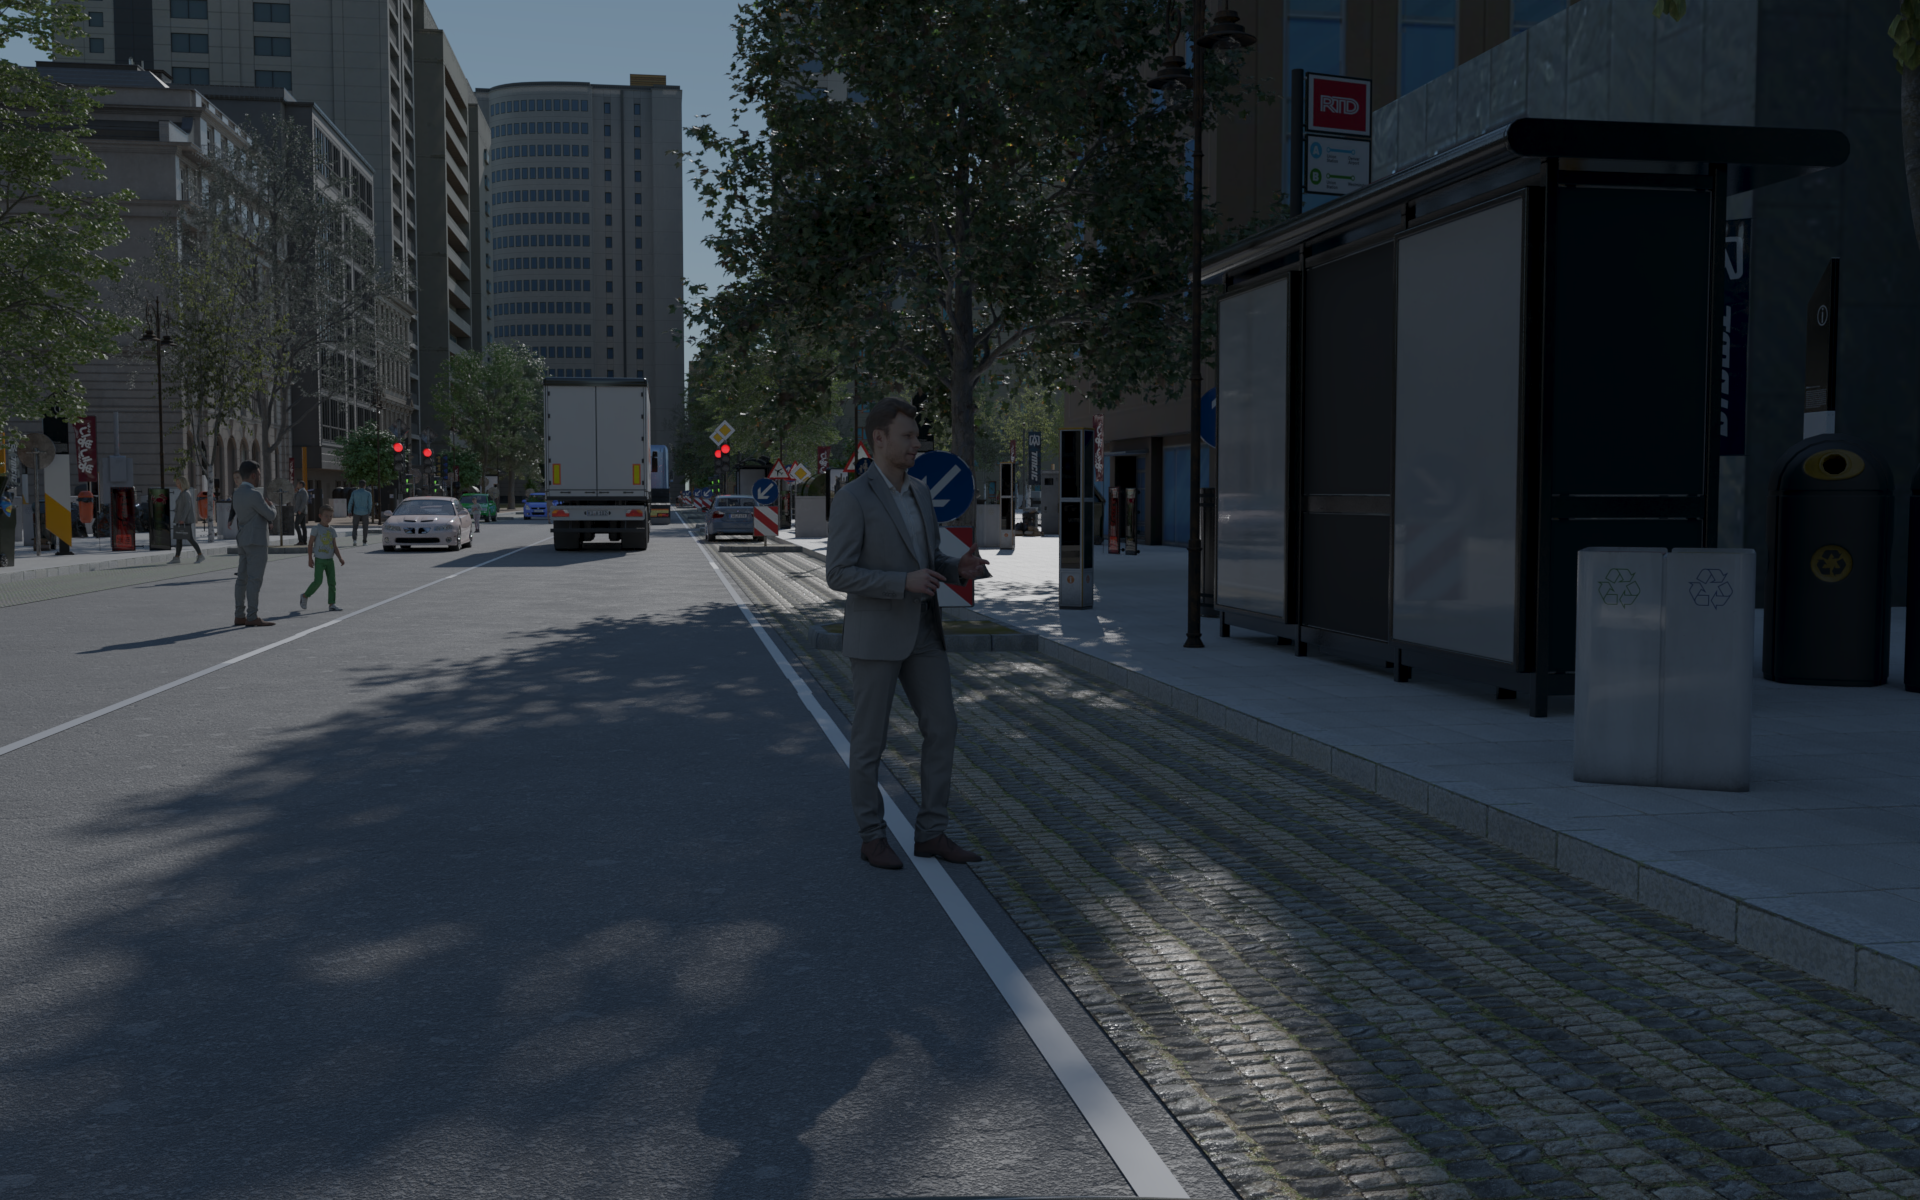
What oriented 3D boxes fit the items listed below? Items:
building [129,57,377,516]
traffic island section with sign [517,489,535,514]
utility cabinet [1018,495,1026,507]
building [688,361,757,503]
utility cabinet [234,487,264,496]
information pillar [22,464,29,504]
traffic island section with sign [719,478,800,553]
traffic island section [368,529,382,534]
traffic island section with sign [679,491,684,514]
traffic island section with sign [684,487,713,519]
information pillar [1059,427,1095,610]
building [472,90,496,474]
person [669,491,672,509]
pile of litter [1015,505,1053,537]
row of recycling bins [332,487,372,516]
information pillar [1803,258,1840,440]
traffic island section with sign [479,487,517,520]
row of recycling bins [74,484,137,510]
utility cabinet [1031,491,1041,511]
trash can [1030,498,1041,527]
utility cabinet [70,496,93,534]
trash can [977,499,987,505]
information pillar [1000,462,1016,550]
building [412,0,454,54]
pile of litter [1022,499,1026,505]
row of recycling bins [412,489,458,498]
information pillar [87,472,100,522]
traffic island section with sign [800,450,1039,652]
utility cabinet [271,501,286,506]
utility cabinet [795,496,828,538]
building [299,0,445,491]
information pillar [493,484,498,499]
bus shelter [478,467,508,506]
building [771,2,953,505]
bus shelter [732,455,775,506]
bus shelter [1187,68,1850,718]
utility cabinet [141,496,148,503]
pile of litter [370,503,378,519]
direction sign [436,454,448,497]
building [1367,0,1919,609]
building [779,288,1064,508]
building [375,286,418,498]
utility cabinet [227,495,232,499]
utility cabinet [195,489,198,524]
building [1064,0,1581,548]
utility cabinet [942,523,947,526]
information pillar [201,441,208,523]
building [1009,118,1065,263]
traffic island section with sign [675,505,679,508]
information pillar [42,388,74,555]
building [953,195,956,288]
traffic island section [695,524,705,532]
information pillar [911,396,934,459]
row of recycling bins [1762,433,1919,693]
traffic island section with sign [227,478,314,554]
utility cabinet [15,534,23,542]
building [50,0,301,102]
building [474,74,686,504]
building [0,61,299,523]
[{"bbox_3d":[-46.440,-19.410,110.854,14.314,27.812,24.014,-1,4,-10],"label":"building"},{"bbox_3d":[-30.342,-6.962,122.453,1.989,1.847,2.006,-1,4,-10],"label":"traffic island section with sign"},{"bbox_3d":[5.519,-8.502,150.175,1.020,1.237,0.306,0,4,6],"label":"utility cabinet"},{"bbox_3d":[-25.118,-25.037,254.398,28.899,21.520,27.650,-1,4,-10],"label":"building"},{"bbox_3d":[-23.456,-2.966,57.176,0.318,1.500,1.173,1,4,13],"label":"utility cabinet"},{"bbox_3d":[-39.256,-4.977,72.723,0.183,3.616,0.504,-3,5,-44],"label":"information pillar"},{"bbox_3d":[-4.986,-2.106,43.067,1.989,1.847,2.006,-1,4,-10],"label":"traffic island section with sign"},{"bbox_3d":[-20.584,-2.534,63.710,2.009,0.180,2.903,-1,4,-10],"label":"traffic island section"},{"bbox_3d":[-19.150,-7.157,125.643,1.989,1.847,2.006,-1,4,-10],"label":"traffic island section with sign"},{"bbox_3d":[-14.583,-5.529,99.019,1.989,1.847,2.006,-1,4,-10],"label":"traffic island section with sign"},{"bbox_3d":[1.295,-0.903,19.259,0.304,2.012,0.304,2,4,29],"label":"information pillar"},{"bbox_3d":[-65.170,-35.129,198.053,21.600,48.544,21.300,-1,4,-10],"label":"building"},{"bbox_3d":[-28.579,-9.861,170.518,0.721,1.735,1.217,-1,4,-22],"label":"person"},{"bbox_3d":[2.016,-2.367,52.670,1.719,0.858,1.176,3,5,45],"label":"pile of litter"},{"bbox_3d":[-35.859,-5.819,102.255,3.534,1.692,1.069,3,4,37],"label":"row of recycling bins"},{"bbox_3d":[8.669,-1.597,17.474,0.183,3.616,0.504,0,4,0],"label":"information pillar"},{"bbox_3d":[-25.782,-5.337,95.885,1.989,1.847,2.006,-1,4,-10],"label":"traffic island section with sign"},{"bbox_3d":[-35.250,-3.932,71.403,1.069,1.692,3.534,0,4,7],"label":"row of recycling bins"},{"bbox_3d":[5.781,-7.557,132.235,0.318,1.500,1.173,-3,5,-42],"label":"utility cabinet"},{"bbox_3d":[3.093,-3.469,68.369,0.748,1.137,0.748,0,3,0],"label":"trash can"},{"bbox_3d":[-28.230,-2.695,55.226,1.020,1.237,0.306,-3,5,-43],"label":"utility cabinet"},{"bbox_3d":[0.373,-2.173,47.179,0.748,1.137,0.748,0,3,0],"label":"trash can"},{"bbox_3d":[1.100,-2.170,39.976,0.304,2.012,0.304,1,4,15],"label":"information pillar"},{"bbox_3d":[-61.009,-33.598,173.035,21.300,48.544,21.600,-1,4,-10],"label":"building"},{"bbox_3d":[5.276,-8.113,146.606,1.176,0.858,1.719,-1,4,-17],"label":"pile of litter"},{"bbox_3d":[-38.936,-7.447,128.864,3.534,1.692,1.069,-2,4,-27],"label":"row of recycling bins"},{"bbox_3d":[-29.262,-3.303,58.498,0.304,2.012,0.304,3,5,45],"label":"information pillar"},{"bbox_3d":[-0.420,-0.479,16.463,1.989,1.847,2.006,-1,4,-10],"label":"traffic island section with sign"},{"bbox_3d":[-23.749,-2.965,59.633,1.020,1.237,0.306,0,3,0],"label":"utility cabinet"},{"bbox_3d":[-4.370,-2.453,51.265,1.020,1.237,0.306,0,4,-4],"label":"utility cabinet"},{"bbox_3d":[-56.627,-43.615,151.350,20.563,71.187,20.611,-1,4,-10],"label":"building"},{"bbox_3d":[-33.199,-7.311,124.020,0.304,2.012,0.304,0,4,3],"label":"information pillar"},{"bbox_3d":[-36.004,-8.517,133.175,2.014,3.302,5.546,-1,4,-10],"label":"bus shelter"},{"bbox_3d":[-11.550,-40.439,203.169,21.231,58.520,28.212,-1,4,-10],"label":"building"},{"bbox_3d":[-10.769,-5.964,91.438,2.014,3.302,5.546,-1,4,-10],"label":"bus shelter"},{"bbox_3d":[3.360,-2.231,14.107,2.179,5.291,8.768,-1,4,-10],"label":"bus shelter"},{"bbox_3d":[-34.753,-3.862,74.301,1.020,1.237,0.306,3,4,39],"label":"utility cabinet"},{"bbox_3d":[-29.617,-4.582,88.880,1.176,0.858,1.719,-2,4,-30],"label":"pile of litter"},{"bbox_3d":[-29.569,-6.537,98.885,0.379,3.537,0.876,2,4,29],"label":"direction sign"},{"bbox_3d":[20.569,-42.874,13.658,22.319,86.520,31.000,-1,4,-10],"label":"building"},{"bbox_3d":[-3.722,-20.285,176.705,27.650,21.520,28.899,-1,4,-10],"label":"building"},{"bbox_3d":[-48.179,-16.399,132.745,10.561,19.102,19.286,-1,4,-10],"label":"building"},{"bbox_3d":[-34.261,-4.347,82.228,0.306,1.237,1.020,2,4,27],"label":"utility cabinet"},{"bbox_3d":[-33.265,-3.998,74.044,1.173,1.500,0.318,-2,4,-33],"label":"utility cabinet"},{"bbox_3d":[11.085,-24.108,44.282,14.600,45.320,14.200,-1,4,-10],"label":"building"},{"bbox_3d":[-0.371,-2.013,41.590,0.318,1.500,1.173,3,5,43],"label":"utility cabinet"},{"bbox_3d":[-33.223,-5.188,76.182,0.183,3.616,0.504,0,4,-8],"label":"information pillar"},{"bbox_3d":[14.987,-36.038,212.916,21.600,48.544,21.300,-1,4,-10],"label":"building"},{"bbox_3d":[-27.433,-10.115,174.004,1.989,1.847,2.006,-1,4,-10],"label":"traffic island section with sign"},{"bbox_3d":[-18.871,-2.744,36.214,0.504,3.616,0.183,-3,4,-36],"label":"information pillar"},{"bbox_3d":[-2.066,-36.736,250.745,14.200,45.320,14.600,-1,4,-10],"label":"building"},{"bbox_3d":[-10.213,-3.137,73.579,2.009,0.180,2.903,-1,4,-10],"label":"traffic island section"},{"bbox_3d":[-0.738,-2.655,34.756,0.504,3.616,0.183,-1,4,-21],"label":"information pillar"},{"bbox_3d":[6.763,-0.226,10.805,1.069,1.692,3.534,-2,4,-35],"label":"row of recycling bins"},{"bbox_3d":[-16.551,-2.046,42.088,1.989,1.847,2.006,-1,4,-10],"label":"traffic island section with sign"},{"bbox_3d":[-25.807,-2.166,46.569,1.020,1.237,0.306,-2,4,-29],"label":"utility cabinet"},{"bbox_3d":[-86.998,-46.247,194.389,20.611,71.187,20.563,-1,4,-10],"label":"building"},{"bbox_3d":[-53.375,-42.989,244.874,28.212,58.520,21.231,-1,4,-10],"label":"building"},{"bbox_3d":[-42.476,-15.020,87.372,13.314,21.916,24.055,-1,4,-10],"label":"building"}]
